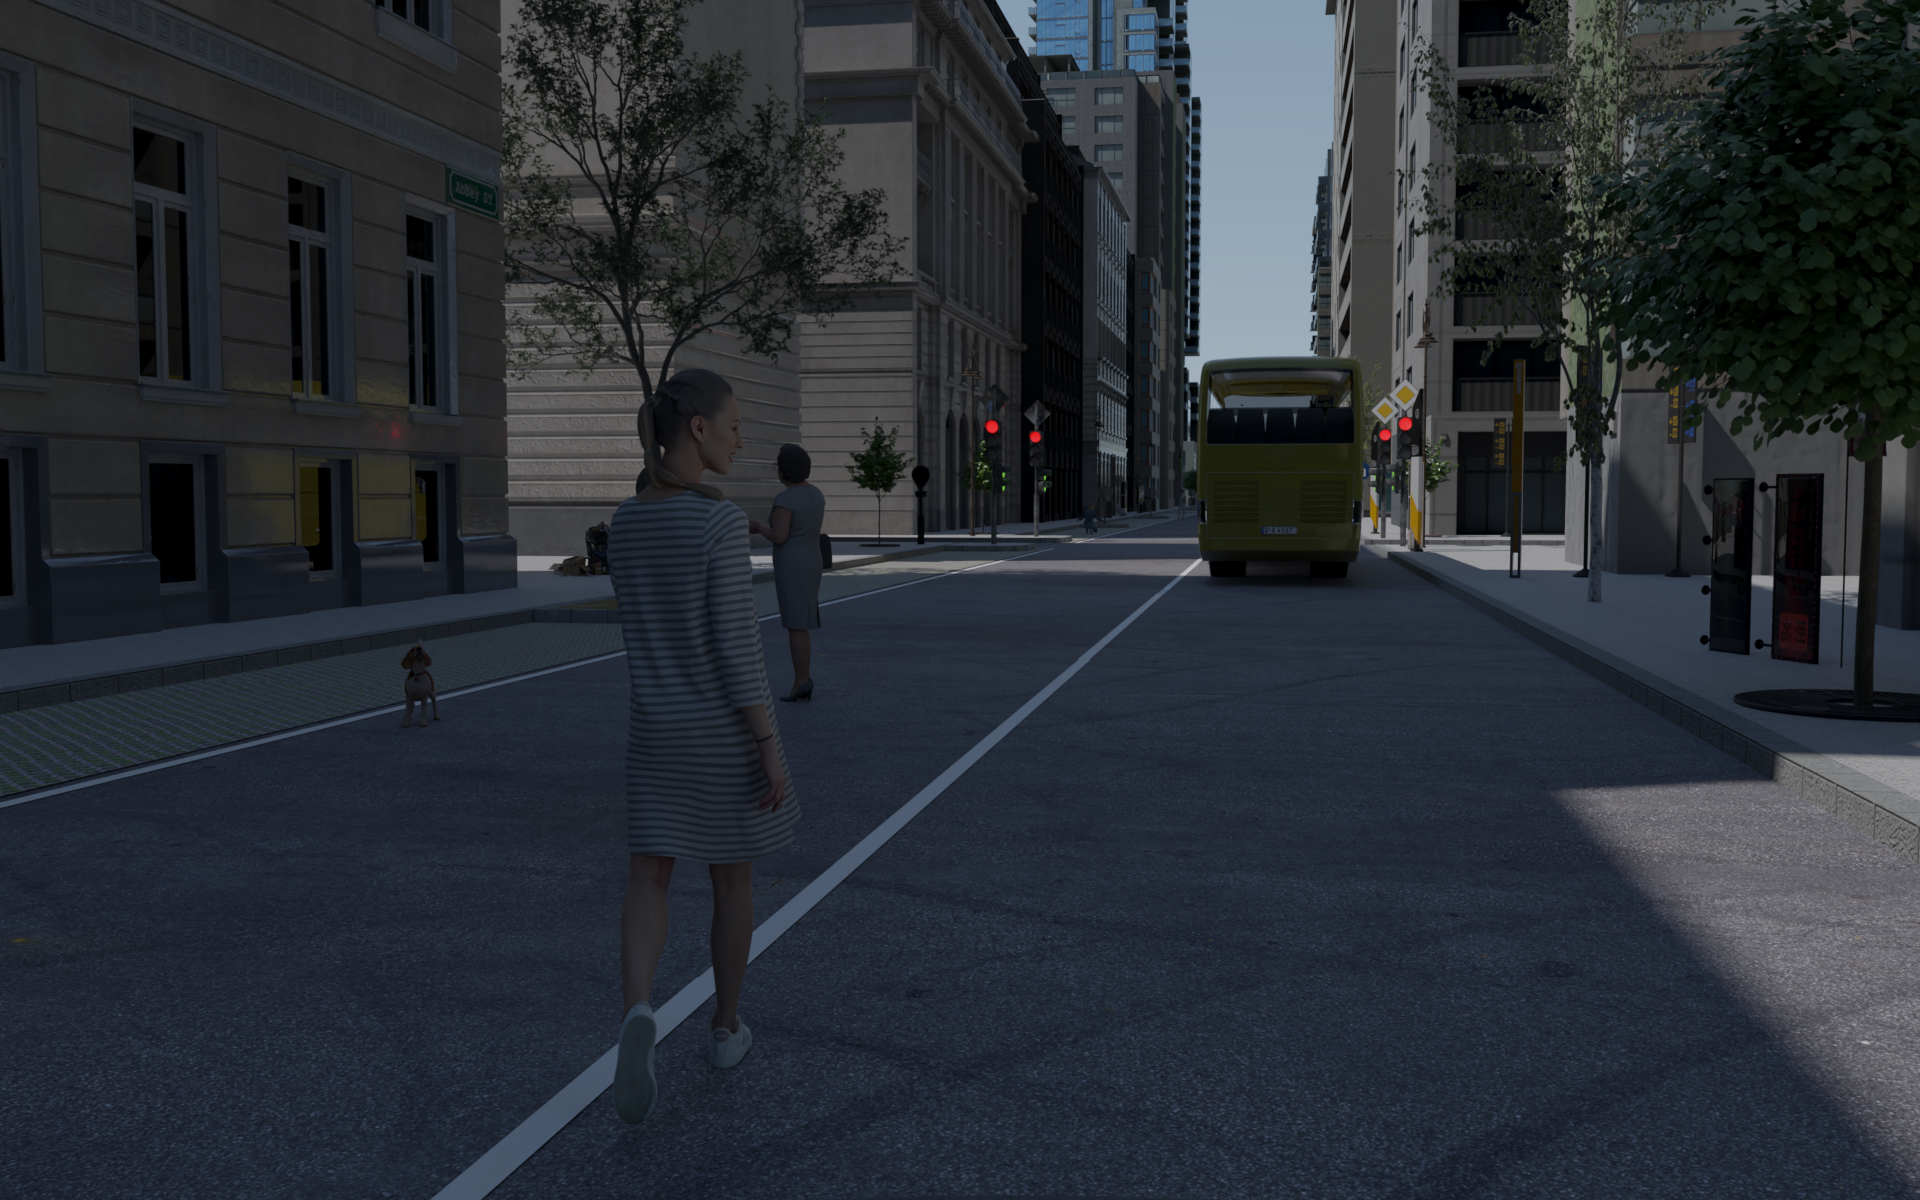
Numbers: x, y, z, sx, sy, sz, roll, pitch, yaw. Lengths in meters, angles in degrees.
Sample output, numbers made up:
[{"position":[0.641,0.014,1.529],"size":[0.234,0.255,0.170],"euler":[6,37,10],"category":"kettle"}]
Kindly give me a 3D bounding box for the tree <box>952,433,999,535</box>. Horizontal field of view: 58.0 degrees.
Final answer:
[{"position":[0.827,-3.696,55.034],"size":[1.663,3.219,1.824],"euler":[0,3,0],"category":"tree"}]

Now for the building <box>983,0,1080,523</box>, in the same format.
[{"position":[-0.936,-15.623,85.118],"size":[12.332,23.373,15.834],"euler":[1,4,10],"category":"building"}]

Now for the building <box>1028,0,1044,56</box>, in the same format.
[{"position":[20.149,-55.799,224.976],"size":[22.319,86.520,31.000],"euler":[1,4,10],"category":"building"}]

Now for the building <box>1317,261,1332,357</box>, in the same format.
[{"position":[51.163,-27.046,213.905],"size":[14.160,30.474,14.107],"euler":[1,4,10],"category":"building"}]

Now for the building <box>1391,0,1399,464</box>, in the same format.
[{"position":[26.860,-26.078,76.494],"size":[14.600,45.320,14.200],"euler":[1,4,10],"category":"building"}]

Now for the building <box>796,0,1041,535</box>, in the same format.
[{"position":[-5.154,-13.694,65.695],"size":[13.314,21.916,24.055],"euler":[1,4,10],"category":"building"}]

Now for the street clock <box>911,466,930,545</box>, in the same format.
[{"position":[-0.995,-2.414,44.043],"size":[0.471,2.002,0.358],"euler":[0,4,1],"category":"street clock"}]

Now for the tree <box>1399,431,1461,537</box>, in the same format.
[{"position":[13.913,-3.514,52.059],"size":[1.663,3.219,1.824],"euler":[0,3,0],"category":"tree"}]

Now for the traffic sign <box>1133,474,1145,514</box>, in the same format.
[{"position":[11.605,-6.869,112.408],"size":[0.768,2.556,0.104],"euler":[1,4,16],"category":"traffic sign"}]

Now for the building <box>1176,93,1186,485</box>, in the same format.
[{"position":[17.482,-33.109,191.434],"size":[14.600,45.320,14.200],"euler":[1,4,10],"category":"building"}]

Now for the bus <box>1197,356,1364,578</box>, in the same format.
[{"position":[6.010,-2.513,32.629],"size":[2.896,3.916,12.252],"euler":[1,4,10],"category":"bus"}]

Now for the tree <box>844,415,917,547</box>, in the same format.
[{"position":[-2.023,-2.929,42.497],"size":[1.663,3.219,1.824],"euler":[0,3,0],"category":"tree"}]

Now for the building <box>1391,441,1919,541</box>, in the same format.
[{"position":[26.486,-38.002,59.584],"size":[20.611,71.187,20.563],"euler":[1,4,10],"category":"building"}]

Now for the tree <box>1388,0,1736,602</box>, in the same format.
[{"position":[7.326,-4.284,20.405],"size":[4.360,8.622,3.978],"euler":[0,3,0],"category":"tree"}]

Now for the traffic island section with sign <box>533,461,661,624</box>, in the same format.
[{"position":[-3.590,-0.692,19.947],"size":[1.989,1.847,2.006],"euler":[1,4,10],"category":"traffic island section with sign"}]

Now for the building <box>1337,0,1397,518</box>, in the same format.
[{"position":[33.547,-29.220,101.456],"size":[21.300,48.544,21.600],"euler":[1,4,10],"category":"building"}]

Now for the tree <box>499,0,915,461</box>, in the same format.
[{"position":[-4.974,-5.767,28.703],"size":[8.767,10.594,7.601],"euler":[-1,4,-12],"category":"tree"}]

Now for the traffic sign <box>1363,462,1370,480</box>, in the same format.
[{"position":[15.433,-4.082,66.838],"size":[0.768,2.556,0.104],"euler":[1,4,13],"category":"traffic sign"}]

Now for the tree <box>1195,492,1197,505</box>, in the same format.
[{"position":[28.284,-13.073,208.350],"size":[1.663,3.219,1.824],"euler":[0,3,0],"category":"tree"}]

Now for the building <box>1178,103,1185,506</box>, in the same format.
[{"position":[15.473,-30.193,177.256],"size":[14.154,41.232,14.086],"euler":[1,4,10],"category":"building"}]

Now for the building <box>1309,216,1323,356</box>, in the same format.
[{"position":[64.692,-37.281,264.168],"size":[22.147,44.769,28.867],"euler":[1,4,10],"category":"building"}]

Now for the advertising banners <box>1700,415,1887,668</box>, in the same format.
[{"position":[6.385,-1.041,13.201],"size":[0.090,3.025,2.074],"euler":[-1,4,-13],"category":"advertising banners"}]

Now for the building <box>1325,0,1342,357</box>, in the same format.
[{"position":[48.598,-34.947,160.615],"size":[28.713,52.752,27.495],"euler":[1,4,10],"category":"building"}]

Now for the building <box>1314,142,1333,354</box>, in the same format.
[{"position":[59.400,-37.605,234.445],"size":[23.786,49.044,30.456],"euler":[1,4,10],"category":"building"}]

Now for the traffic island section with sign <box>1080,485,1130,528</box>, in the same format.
[{"position":[6.182,-3.962,73.407],"size":[1.989,1.847,2.006],"euler":[1,4,10],"category":"traffic island section with sign"}]

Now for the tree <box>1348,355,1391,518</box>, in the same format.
[{"position":[21.108,-8.579,90.635],"size":[4.737,8.622,4.395],"euler":[0,3,0],"category":"tree"}]

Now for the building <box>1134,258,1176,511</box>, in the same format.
[{"position":[3.097,-18.255,143.501],"size":[27.650,21.520,28.899],"euler":[1,4,10],"category":"building"}]

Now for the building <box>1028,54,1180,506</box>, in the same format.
[{"position":[12.840,-29.349,163.444],"size":[14.154,41.232,14.086],"euler":[1,4,10],"category":"building"}]

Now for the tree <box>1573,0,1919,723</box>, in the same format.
[{"position":[5.451,-1.620,10.202],"size":[4.285,4.588,4.351],"euler":[0,3,0],"category":"tree"}]

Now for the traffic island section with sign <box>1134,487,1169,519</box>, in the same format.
[{"position":[11.127,-5.619,100.500],"size":[1.989,1.847,2.006],"euler":[1,4,10],"category":"traffic island section with sign"}]

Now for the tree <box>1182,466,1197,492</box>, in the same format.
[{"position":[27.140,-13.337,201.767],"size":[4.285,4.588,4.351],"euler":[0,3,0],"category":"tree"}]

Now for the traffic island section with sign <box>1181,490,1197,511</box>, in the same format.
[{"position":[20.082,-8.614,149.458],"size":[1.989,1.847,2.006],"euler":[1,4,10],"category":"traffic island section with sign"}]
